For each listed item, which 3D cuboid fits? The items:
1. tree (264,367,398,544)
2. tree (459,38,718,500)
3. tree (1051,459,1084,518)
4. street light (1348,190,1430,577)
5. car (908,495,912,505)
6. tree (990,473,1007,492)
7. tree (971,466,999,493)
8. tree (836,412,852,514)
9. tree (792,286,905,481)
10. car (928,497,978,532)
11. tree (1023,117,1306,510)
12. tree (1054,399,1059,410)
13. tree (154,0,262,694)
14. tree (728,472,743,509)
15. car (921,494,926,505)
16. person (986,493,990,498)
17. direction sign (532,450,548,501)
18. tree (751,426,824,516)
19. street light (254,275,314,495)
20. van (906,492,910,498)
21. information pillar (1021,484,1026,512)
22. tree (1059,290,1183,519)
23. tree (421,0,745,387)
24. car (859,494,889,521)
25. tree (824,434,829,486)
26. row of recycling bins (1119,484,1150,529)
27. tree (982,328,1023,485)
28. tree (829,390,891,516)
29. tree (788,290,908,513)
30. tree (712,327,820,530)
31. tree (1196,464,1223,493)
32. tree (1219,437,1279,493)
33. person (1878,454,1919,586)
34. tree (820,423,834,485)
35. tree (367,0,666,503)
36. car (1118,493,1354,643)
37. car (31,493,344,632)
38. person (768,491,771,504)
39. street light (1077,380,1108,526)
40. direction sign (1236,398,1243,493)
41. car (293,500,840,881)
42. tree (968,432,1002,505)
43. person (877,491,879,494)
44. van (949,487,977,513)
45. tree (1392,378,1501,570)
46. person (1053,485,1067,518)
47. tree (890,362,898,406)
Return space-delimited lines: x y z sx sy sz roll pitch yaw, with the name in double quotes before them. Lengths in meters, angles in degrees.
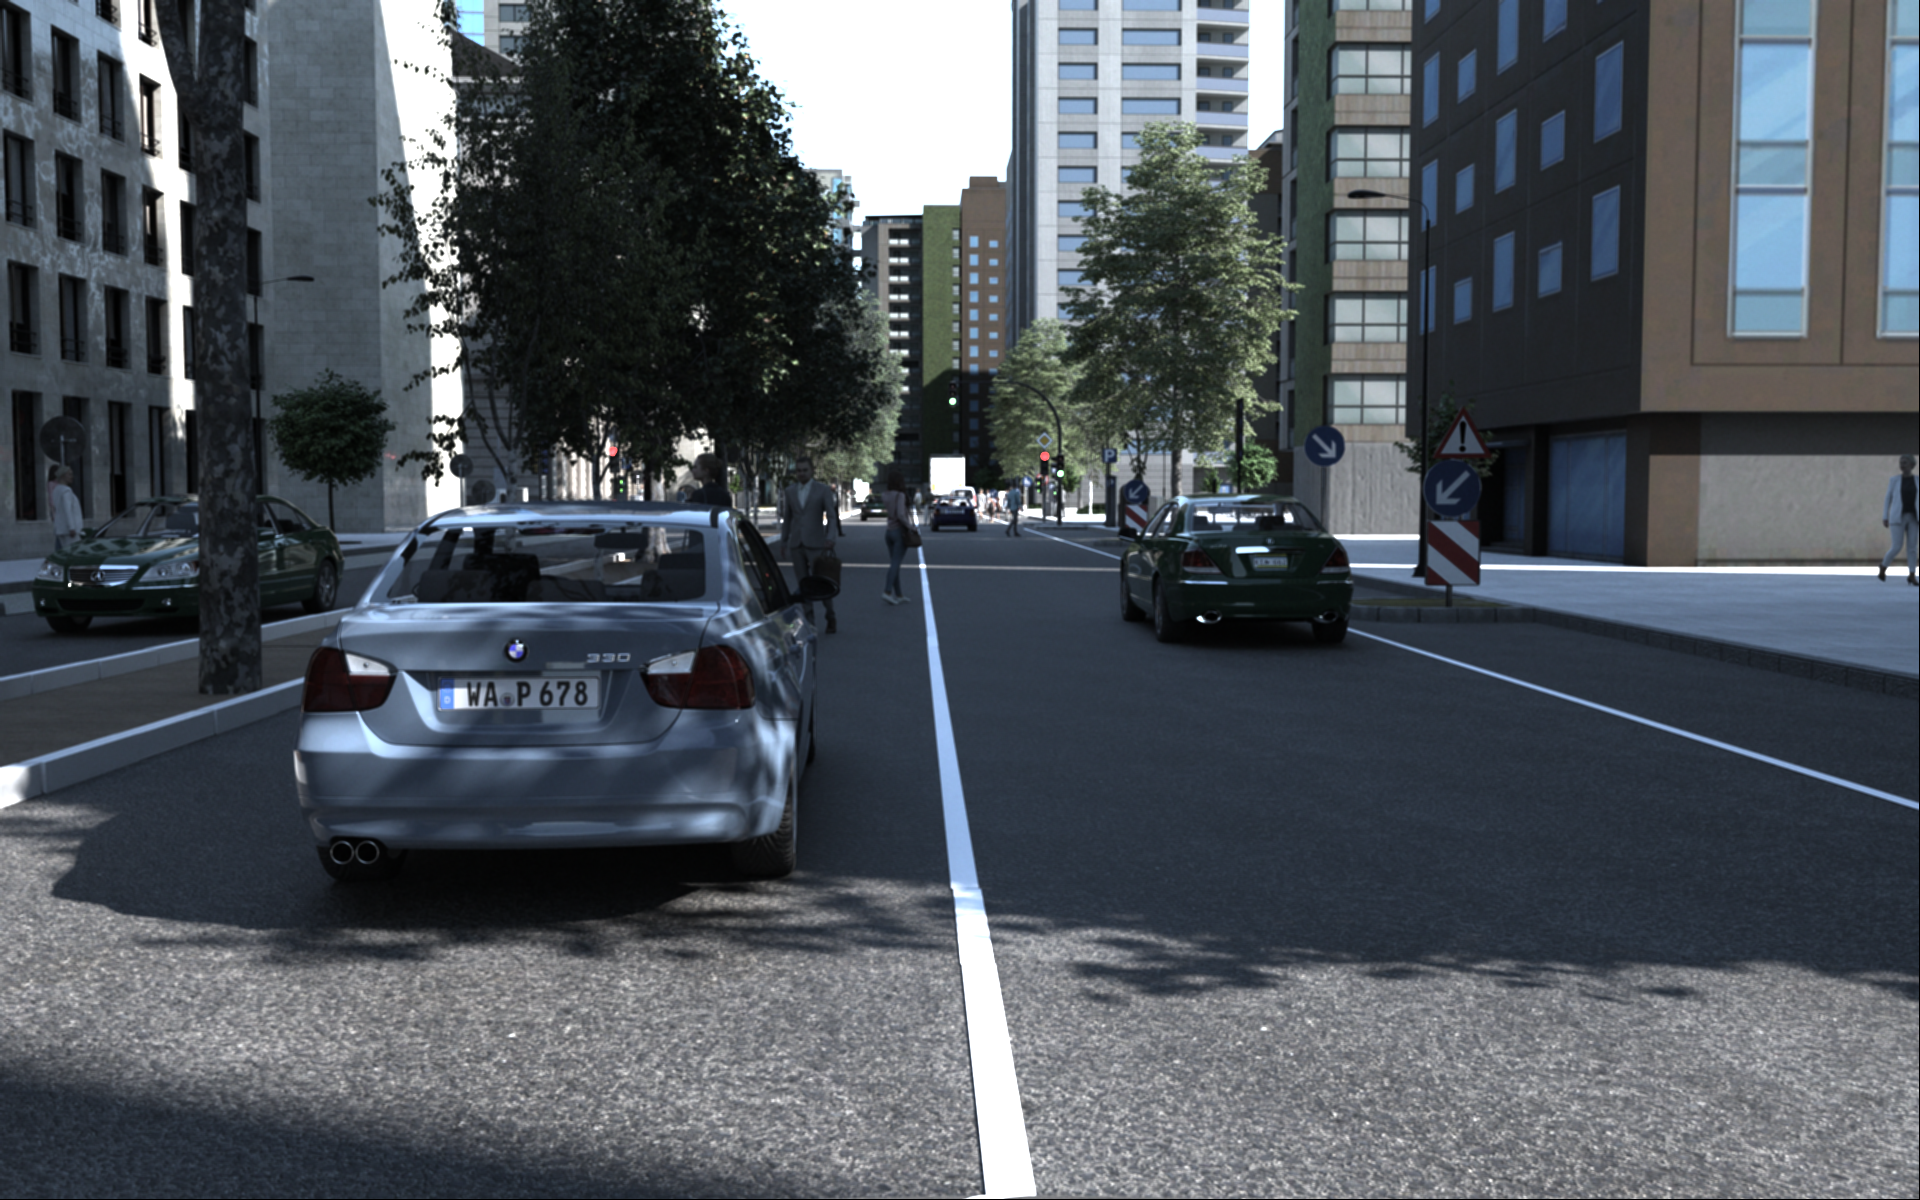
"tree" -16.252 -3.745 44.937 4.285 4.588 4.351 0 3 0
"tree" -5.867 -4.590 27.874 4.737 8.622 4.395 0 3 0
"tree" 5.880 -6.118 94.633 1.663 3.219 1.824 0 3 0
"street light" 6.618 -3.308 26.629 1.470 5.913 1.316 0 4 -2
"car" -7.313 -13.016 225.172 2.083 1.381 4.827 0 4 -2
"tree" 3.804 -10.167 160.832 1.663 3.219 1.824 0 3 0
"tree" 2.956 -13.078 197.531 4.285 4.588 4.351 0 3 0
"tree" -7.859 -8.470 91.311 4.360 8.622 3.978 0 3 0
"tree" -7.667 -10.359 82.191 12.009 13.543 11.850 0 3 0
"car" -0.260 -3.354 67.416 1.945 1.354 3.894 0 4 -2
"tree" 6.635 -8.268 53.305 7.486 12.596 7.792 0 3 0
"tree" 6.909 -8.443 88.410 4.360 8.622 3.978 0 3 0
"tree" -6.500 -9.441 12.708 12.611 20.169 13.585 0 3 0
"tree" -19.202 -9.449 149.086 1.663 3.219 1.824 0 3 0
"car" -4.149 -13.004 222.835 2.015 1.641 3.980 0 4 -1
"person" 2.924 -10.648 180.682 0.434 1.755 0.990 2 4 24
"direction sign" -16.976 -4.772 70.013 0.379 3.537 0.876 2 4 33
"tree" -6.693 -6.213 54.408 4.737 8.622 4.395 0 3 0
"street light" -14.409 -3.937 36.911 1.470 5.913 1.316 0 4 -2
"van" -5.864 -9.857 168.170 2.013 2.044 4.112 0 4 -2
"information pillar" 4.602 -7.436 126.066 0.304 2.012 0.304 2 4 24
"tree" 6.111 -6.758 60.851 4.360 8.622 3.978 0 3 0
"tree" -6.433 -7.135 36.117 9.611 12.733 9.660 0 3 0
"car" -4.413 -5.068 92.644 2.009 1.686 4.222 0 4 -1
"tree" -6.437 -6.782 63.697 4.737 8.622 4.395 0 3 0
"row of recycling bins" 6.379 -3.467 63.806 1.069 1.692 3.534 0 4 1
"tree" 5.180 -11.836 111.641 7.486 12.596 7.792 0 3 0
"tree" -8.197 -11.371 114.126 9.928 11.665 9.643 0 3 0
"tree" -7.595 -11.873 103.240 9.857 13.997 8.962 0 3 0
"tree" -6.988 -6.497 59.041 4.360 8.622 3.978 0 3 0
"tree" 16.158 -7.117 110.957 1.663 3.219 1.824 0 3 0
"tree" 16.232 -6.956 97.452 4.285 4.588 4.351 0 3 0
"person" 13.348 -1.137 24.510 0.514 1.842 0.818 0 4 -2
"tree" -7.162 -7.064 68.319 4.360 8.622 3.978 0 3 0
"tree" -6.043 -4.306 23.228 4.360 8.622 3.978 0 3 0
"car" 2.786 -0.389 18.165 2.131 1.459 4.920 0 4 -1
"car" -8.525 -0.472 19.514 2.131 1.459 4.920 0 4 0
"person" -25.236 -13.562 228.586 0.445 1.727 0.742 -2 4 -34
"street light" 5.430 -5.969 70.142 1.470 5.913 1.316 0 4 -2
"direction sign" 6.628 -3.005 41.135 0.379 3.537 0.876 0 4 0
"car" -1.550 0.261 7.741 2.014 1.417 4.499 0 4 -3
"tree" 3.098 -15.434 202.703 4.360 8.622 3.978 0 3 0
"person" -10.650 -13.193 224.208 1.348 1.824 0.705 2 4 29
"van" 0.109 -5.844 102.554 2.013 2.044 4.112 0 4 -2
"tree" 8.166 -2.099 28.927 1.663 3.219 1.824 0 3 0
"person" 5.373 -5.302 93.126 0.661 1.777 0.834 -3 4 -37
"tree" -6.524 -7.802 47.025 9.611 12.733 9.660 0 3 0
